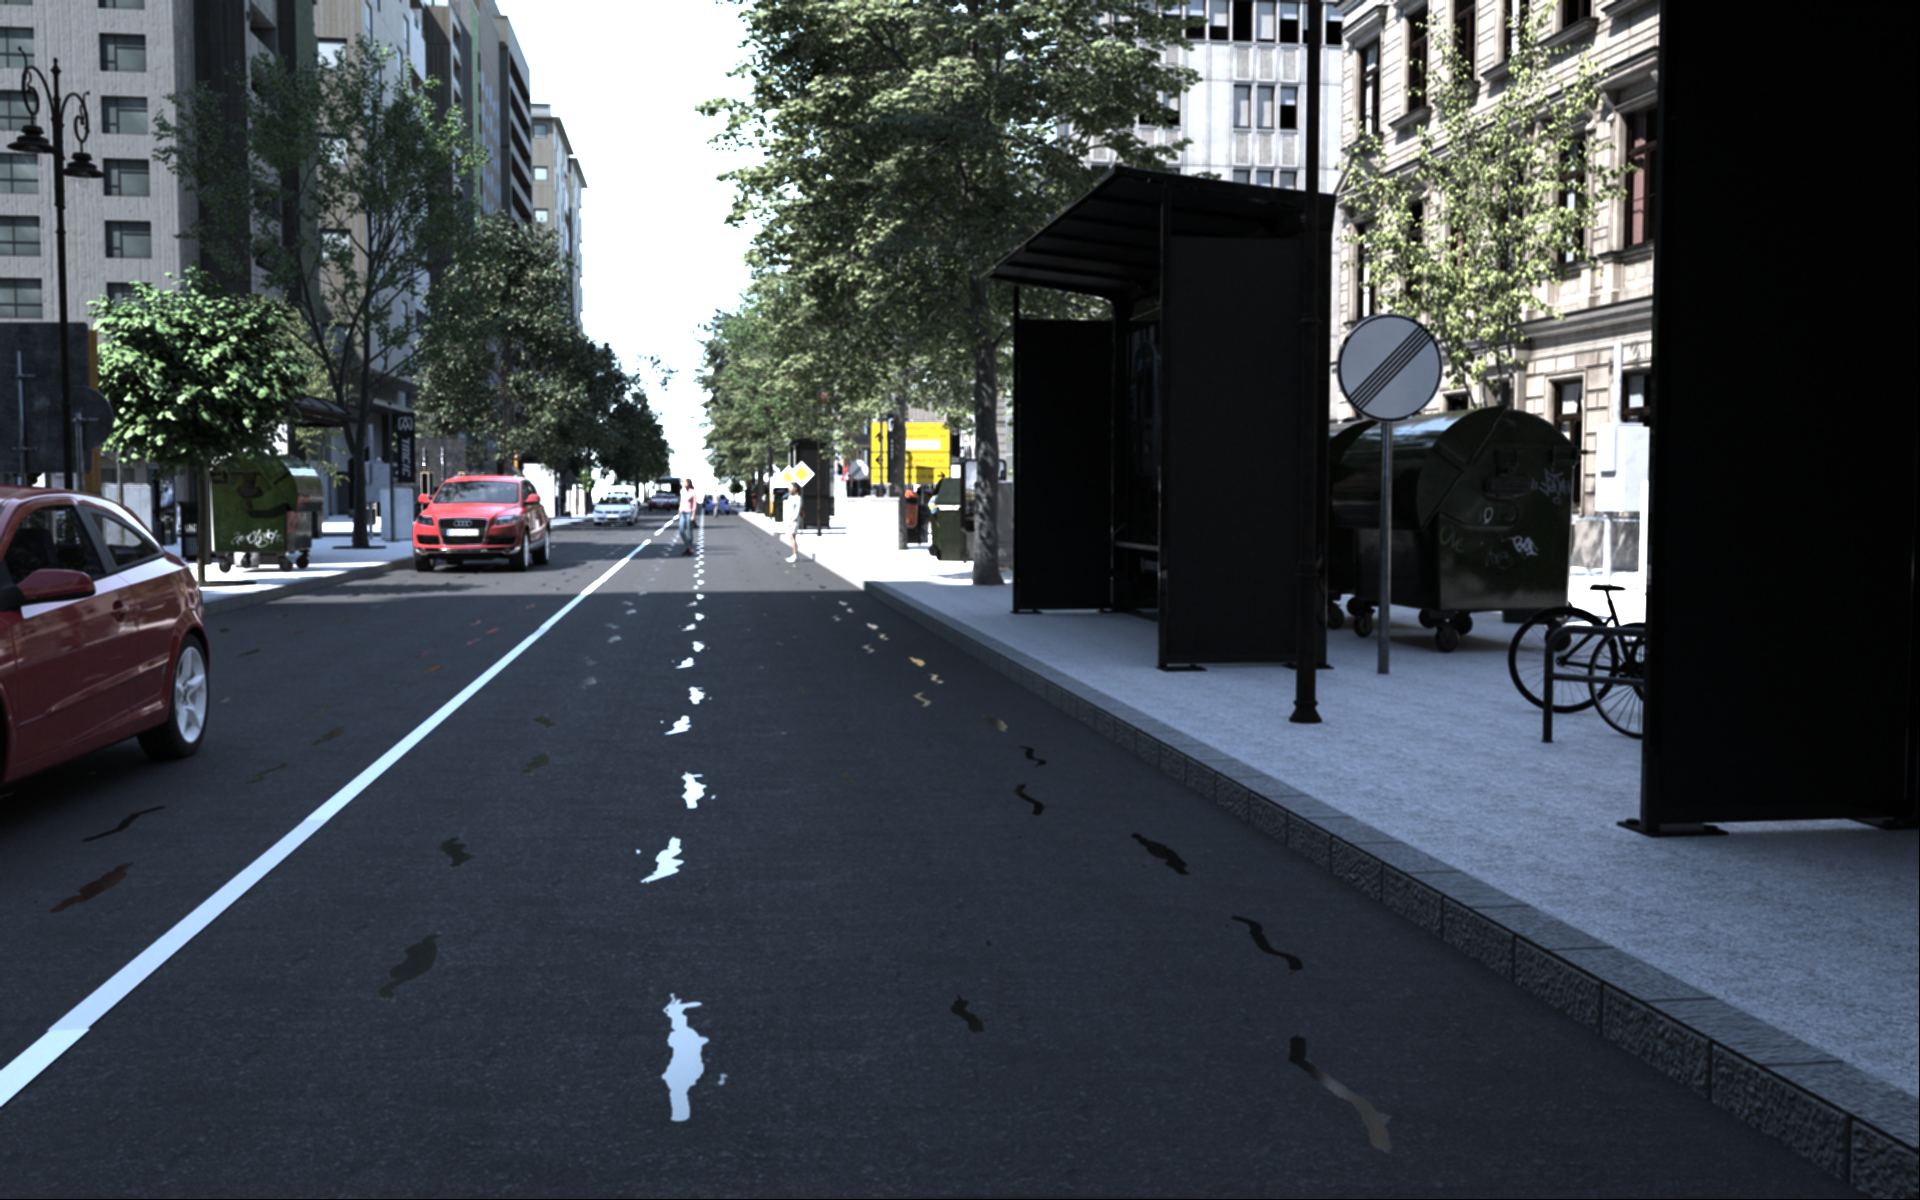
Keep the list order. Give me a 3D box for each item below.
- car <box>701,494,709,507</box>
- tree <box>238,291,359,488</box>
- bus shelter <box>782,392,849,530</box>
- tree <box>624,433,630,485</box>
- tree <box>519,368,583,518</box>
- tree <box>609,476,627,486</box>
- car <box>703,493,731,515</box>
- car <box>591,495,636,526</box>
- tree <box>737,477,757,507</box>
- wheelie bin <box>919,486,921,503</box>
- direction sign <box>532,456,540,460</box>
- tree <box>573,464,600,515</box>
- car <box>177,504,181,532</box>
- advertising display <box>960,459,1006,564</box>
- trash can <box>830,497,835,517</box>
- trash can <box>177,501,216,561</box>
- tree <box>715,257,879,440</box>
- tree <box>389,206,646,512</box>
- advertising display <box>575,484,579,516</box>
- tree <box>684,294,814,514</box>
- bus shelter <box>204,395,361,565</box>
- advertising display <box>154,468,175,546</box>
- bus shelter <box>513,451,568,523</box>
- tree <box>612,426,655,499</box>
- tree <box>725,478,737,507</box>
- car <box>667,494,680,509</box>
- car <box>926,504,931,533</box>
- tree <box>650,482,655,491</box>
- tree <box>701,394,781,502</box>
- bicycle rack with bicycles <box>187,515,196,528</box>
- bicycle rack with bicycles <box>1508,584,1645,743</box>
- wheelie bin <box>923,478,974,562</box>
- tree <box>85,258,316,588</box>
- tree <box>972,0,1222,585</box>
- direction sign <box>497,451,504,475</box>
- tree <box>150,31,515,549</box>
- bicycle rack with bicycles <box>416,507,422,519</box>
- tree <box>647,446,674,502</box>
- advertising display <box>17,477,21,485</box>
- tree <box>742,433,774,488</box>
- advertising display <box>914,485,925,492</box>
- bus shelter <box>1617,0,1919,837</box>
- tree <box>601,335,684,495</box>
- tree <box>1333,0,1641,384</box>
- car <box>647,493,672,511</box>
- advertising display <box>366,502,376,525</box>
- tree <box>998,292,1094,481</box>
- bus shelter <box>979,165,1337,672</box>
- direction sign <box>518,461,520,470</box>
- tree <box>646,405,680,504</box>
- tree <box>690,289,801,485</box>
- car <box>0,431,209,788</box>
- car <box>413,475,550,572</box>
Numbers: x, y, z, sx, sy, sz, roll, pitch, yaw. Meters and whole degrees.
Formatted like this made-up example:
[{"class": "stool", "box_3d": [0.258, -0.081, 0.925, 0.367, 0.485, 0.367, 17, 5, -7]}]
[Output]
[{"class": "car", "box_3d": [-27.303, -10.889, 189.835, 2.131, 1.459, 4.920, -1, 4, -10]}, {"class": "tree", "box_3d": [-24.907, -6.817, 61.823, 4.737, 8.622, 4.395, 0, 3, 0]}, {"class": "bus shelter", "box_3d": [-5.564, -5.378, 65.561, 2.179, 5.291, 8.768, -1, 4, -8]}, {"class": "tree", "box_3d": [-35.905, -16.810, 192.969, 7.486, 12.596, 7.792, 0, 3, 0]}, {"class": "tree", "box_3d": [-21.916, -8.801, 94.256, 4.737, 8.622, 4.395, 0, 3, 0]}, {"class": "tree", "box_3d": [-31.018, -9.935, 157.044, 1.663, 3.219, 1.824, 0, 3, 0]}, {"class": "car", "box_3d": [-16.826, -6.755, 120.042, 1.945, 1.707, 3.694, -1, 4, -8]}, {"class": "car", "box_3d": [-15.789, -4.104, 79.098, 2.014, 1.417, 4.499, -1, 4, -9]}, {"class": "tree", "box_3d": [-19.875, -10.438, 165.267, 1.663, 3.219, 1.824, 0, 3, 0]}, {"class": "wheelie bin", "box_3d": [-0.212, -1.697, 35.659, 0.693, 1.594, 0.980, 2, 4, 35]}, {"class": "direction sign", "box_3d": [-19.885, -5.512, 82.116, 0.379, 3.537, 0.876, 3, 5, 43]}, {"class": "tree", "box_3d": [-23.317, -6.908, 107.547, 1.663, 3.219, 1.824, 0, 3, 0]}, {"class": "car", "box_3d": [-26.620, -2.523, 53.614, 4.827, 1.381, 2.083, 0, 4, -8]}, {"class": "advertising display", "box_3d": [0.434, -1.639, 32.007, 0.974, 1.923, 0.123, -3, 4, -36]}, {"class": "trash can", "box_3d": [-7.548, -5.514, 101.804, 0.748, 1.137, 0.748, 0, 3, 0]}, {"class": "trash can", "box_3d": [-14.664, -1.326, 33.334, 0.748, 1.137, 0.748, 0, 3, 0]}, {"class": "tree", "box_3d": [-6.967, -9.175, 75.759, 9.928, 11.665, 9.643, 0, 3, 0]}, {"class": "tree", "box_3d": [-18.004, -9.310, 69.219, 9.611, 12.733, 9.660, 0, 3, 0]}, {"class": "advertising display", "box_3d": [-22.536, -5.912, 101.882, 0.123, 1.923, 0.974, -1, 4, -17]}, {"class": "tree", "box_3d": [-12.679, -12.478, 110.670, 9.857, 13.997, 8.962, 0, 3, 0]}, {"class": "bus shelter", "box_3d": [-13.185, -2.427, 33.600, 2.014, 3.302, 5.546, -1, 4, -8]}, {"class": "advertising display", "box_3d": [-19.819, -2.322, 43.173, 0.123, 1.923, 0.974, 0, 4, -4]}, {"class": "bus shelter", "box_3d": [-18.954, -5.182, 78.645, 2.014, 3.302, 5.546, -1, 4, -9]}, {"class": "tree", "box_3d": [-29.742, -12.389, 152.917, 4.737, 8.622, 4.395, 0, 3, 0]}, {"class": "tree", "box_3d": [-23.021, -11.236, 178.317, 1.663, 3.219, 1.824, 0, 3, 0]}, {"class": "car", "box_3d": [-27.369, -9.224, 162.603, 2.131, 1.459, 4.920, -1, 4, -9]}, {"class": "car", "box_3d": [-0.339, -2.796, 58.077, 4.827, 1.381, 2.083, 0, 4, -7]}, {"class": "tree", "box_3d": [-49.931, -20.473, 285.101, 4.360, 8.622, 3.978, 0, 3, 0]}, {"class": "tree", "box_3d": [-15.255, -11.883, 128.697, 8.767, 10.594, 7.601, 0, 4, -2]}, {"class": "bicycle rack with bicycles", "box_3d": [-29.987, -3.165, 65.123, 2.925, 0.926, 2.852, -2, 4, -34]}, {"class": "bicycle rack with bicycles", "box_3d": [4.258, 0.257, 9.188, 2.925, 0.926, 2.852, 3, 5, 44]}, {"class": "wheelie bin", "box_3d": [-0.067, -1.543, 33.135, 0.980, 1.594, 0.693, 2, 4, 31]}, {"class": "tree", "box_3d": [-10.680, -2.477, 24.205, 4.285, 4.588, 4.351, 0, 3, 0]}, {"class": "tree", "box_3d": [-0.035, -6.484, 24.139, 7.486, 12.596, 7.792, 0, 3, 0]}, {"class": "direction sign", "box_3d": [-23.326, -5.898, 88.434, 0.876, 3.537, 0.379, 3, 4, 38]}, {"class": "tree", "box_3d": [-14.230, -7.010, 40.371, 9.928, 11.665, 9.643, 0, 3, 0]}, {"class": "bicycle rack with bicycles", "box_3d": [-26.271, -4.553, 87.829, 2.852, 0.926, 2.925, 0, 4, -2]}, {"class": "tree", "box_3d": [-42.801, -18.598, 238.483, 7.601, 10.594, 8.767, 0, 4, 3]}, {"class": "advertising display", "box_3d": [-25.125, -2.549, 46.885, 0.974, 1.923, 0.123, 1, 4, 21]}, {"class": "tree", "box_3d": [-16.329, -11.647, 140.796, 4.737, 8.622, 4.395, 0, 3, 0]}, {"class": "advertising display", "box_3d": [-2.347, -5.634, 97.326, 0.123, 1.923, 0.974, -2, 4, -25]}, {"class": "bus shelter", "box_3d": [3.502, -0.749, 3.537, 1.731, 3.624, 6.357, -1, 4, -8]}, {"class": "tree", "box_3d": [-39.695, -21.445, 206.514, 12.611, 20.169, 13.585, 0, 3, 0]}, {"class": "tree", "box_3d": [7.743, -4.603, 25.617, 4.737, 8.622, 4.395, 0, 3, 0]}, {"class": "car", "box_3d": [-25.601, -8.467, 147.483, 2.155, 1.783, 4.494, -1, 4, -10]}, {"class": "advertising display", "box_3d": [-24.396, -4.067, 71.709, 0.974, 1.923, 0.123, -1, 4, -16]}, {"class": "tree", "box_3d": [2.812, -6.173, 51.299, 4.737, 8.622, 4.395, 0, 3, 0]}, {"class": "bus shelter", "box_3d": [1.507, -1.488, 15.605, 1.731, 3.624, 6.357, -1, 4, -8]}, {"class": "direction sign", "box_3d": [-24.788, -6.428, 97.103, 0.379, 3.537, 0.876, 1, 4, 12]}, {"class": "tree", "box_3d": [-26.148, -12.517, 121.657, 9.611, 12.733, 9.660, 0, 3, 0]}, {"class": "tree", "box_3d": [-17.130, -18.225, 153.875, 12.611, 20.169, 13.585, 0, 3, 0]}, {"class": "car", "box_3d": [-4.897, 0.070, 7.902, 2.155, 1.783, 4.494, 0, 4, -7]}, {"class": "car", "box_3d": [-9.253, -1.535, 33.777, 2.281, 1.827, 5.304, 0, 4, -6]}]
